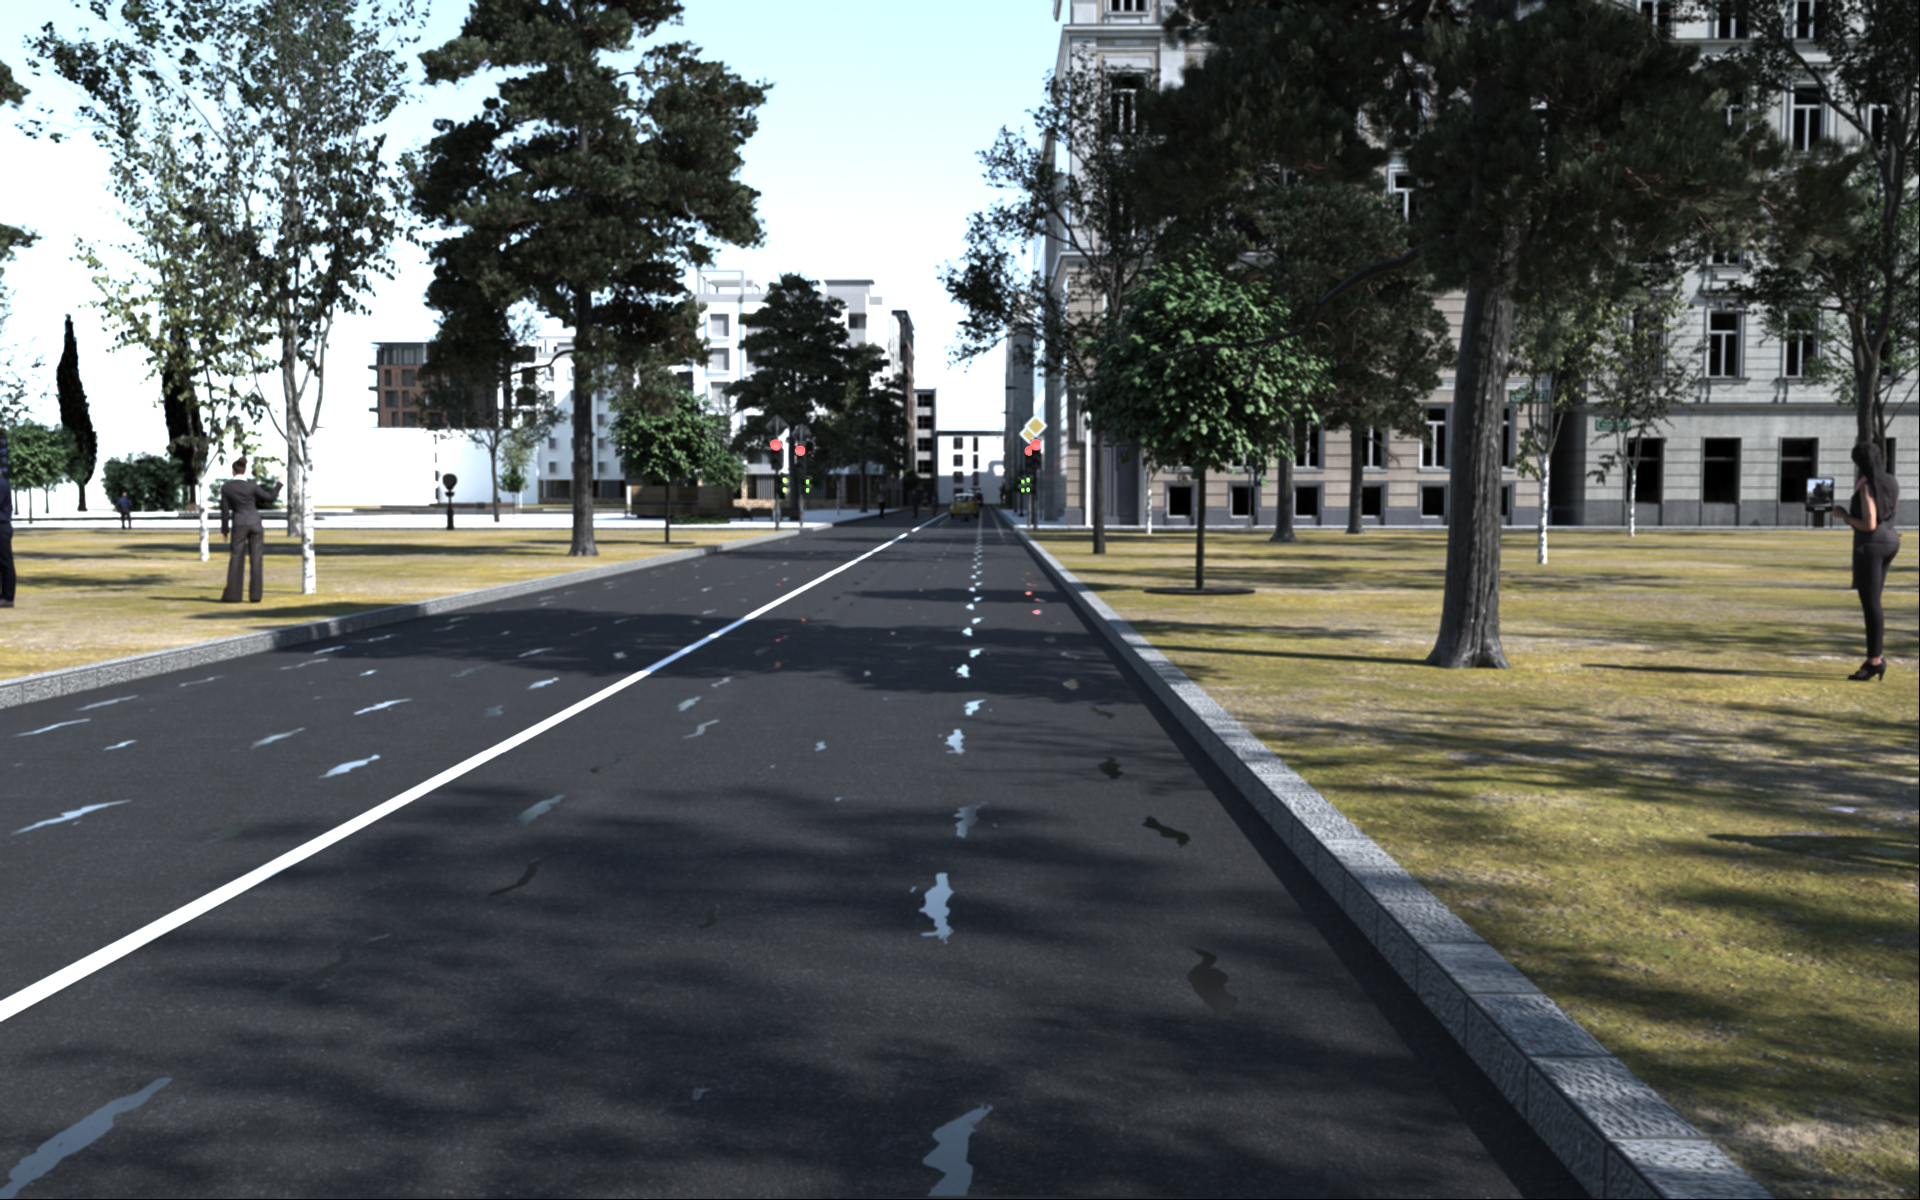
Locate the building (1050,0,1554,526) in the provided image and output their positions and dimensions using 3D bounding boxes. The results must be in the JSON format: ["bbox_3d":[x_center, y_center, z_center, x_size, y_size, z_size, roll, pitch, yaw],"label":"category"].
[{"bbox_3d":[13.985,-17.658,74.606,20.117,28.700,13.634,0,4,1],"label":"building"}]

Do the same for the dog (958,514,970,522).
[{"bbox_3d":[0.195,-4.261,89.860,0.748,0.427,0.550,0,4,-8],"label":"dog"}]

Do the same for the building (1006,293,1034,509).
[{"bbox_3d":[13.048,-17.934,159.681,16.747,18.905,31.486,0,4,1],"label":"building"}]

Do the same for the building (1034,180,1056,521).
[{"bbox_3d":[9.312,-14.414,90.428,10.420,20.320,16.860,0,4,1],"label":"building"}]

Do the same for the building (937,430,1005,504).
[{"bbox_3d":[11.103,-17.728,232.002,28.070,9.664,9.099,0,4,1],"label":"building"}]

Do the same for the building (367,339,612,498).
[{"bbox_3d":[-62.934,-24.374,242.482,32.646,21.610,27.936,0,4,1],"label":"building"}]

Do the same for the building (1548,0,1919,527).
[{"bbox_3d":[46.151,-18.260,74.961,44.131,29.872,17.030,0,4,1],"label":"building"}]

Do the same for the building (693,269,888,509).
[{"bbox_3d":[-14.176,-17.957,150.010,16.016,20.091,11.380,0,4,1],"label":"building"}]

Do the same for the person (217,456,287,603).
[{"bbox_3d":[-8.394,-0.839,20.556,0.445,1.727,0.742,3,4,38],"label":"person"}]

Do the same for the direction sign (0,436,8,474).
[{"bbox_3d":[-37.711,-4.638,67.835,0.876,3.537,0.379,0,4,-1],"label":"direction sign"}]

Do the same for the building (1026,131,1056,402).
[{"bbox_3d":[13.641,-21.046,120.521,17.030,29.872,44.131,0,4,1],"label":"building"}]

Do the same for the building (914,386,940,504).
[{"bbox_3d":[-18.617,-22.625,236.378,31.486,18.905,16.747,0,4,1],"label":"building"}]

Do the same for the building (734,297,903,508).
[{"bbox_3d":[-14.756,-18.654,171.450,16.747,18.905,31.486,0,4,1],"label":"building"}]

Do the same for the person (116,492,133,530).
[{"bbox_3d":[-31.734,-3.352,66.001,0.574,1.496,0.600,1,4,11],"label":"person"}]

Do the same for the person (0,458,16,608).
[{"bbox_3d":[-10.971,-0.789,19.648,0.504,1.737,0.576,-3,4,-38],"label":"person"}]

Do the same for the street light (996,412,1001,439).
[{"bbox_3d":[2.925,-7.647,97.577,1.470,5.913,1.316,0,4,1],"label":"street light"}]

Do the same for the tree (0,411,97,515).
[{"bbox_3d":[-60.126,-8.715,105.394,11.467,7.101,20.602,-1,4,-17],"label":"tree"}]

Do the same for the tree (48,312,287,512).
[{"bbox_3d":[-59.605,-13.966,130.165,13.155,14.587,18.604,0,4,4],"label":"tree"}]

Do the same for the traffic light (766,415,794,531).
[{"bbox_3d":[-6.351,-4.347,60.325,0.839,4.213,0.868,0,4,1],"label":"traffic light"}]

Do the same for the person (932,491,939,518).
[{"bbox_3d":[-1.456,-5.675,102.985,0.444,1.614,0.593,3,5,43],"label":"person"}]

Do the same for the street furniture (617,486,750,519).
[{"bbox_3d":[-13.999,-5.373,94.704,9.812,1.723,11.010,-1,4,-17],"label":"street furniture"}]

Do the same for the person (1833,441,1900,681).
[{"bbox_3d":[6.270,-0.275,12.013,0.415,1.643,0.593,1,4,10],"label":"person"}]

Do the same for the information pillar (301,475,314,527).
[{"bbox_3d":[-25.539,-3.873,67.815,0.304,2.012,0.304,1,4,21],"label":"information pillar"}]

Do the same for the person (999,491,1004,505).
[{"bbox_3d":[5.052,-12.537,211.852,0.721,1.723,1.217,-2,4,-24],"label":"person"}]

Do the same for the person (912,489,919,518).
[{"bbox_3d":[-2.669,-5.752,103.458,0.541,1.710,0.530,-3,4,-38],"label":"person"}]

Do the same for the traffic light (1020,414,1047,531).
[{"bbox_3d":[2.609,-4.341,60.224,0.839,4.213,0.868,0,4,1],"label":"traffic light"}]

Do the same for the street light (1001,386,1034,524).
[{"bbox_3d":[2.620,-6.255,74.818,1.470,5.913,1.316,0,4,1],"label":"street light"}]

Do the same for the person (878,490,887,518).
[{"bbox_3d":[-4.583,-5.663,102.555,0.517,1.644,0.566,0,4,4],"label":"person"}]

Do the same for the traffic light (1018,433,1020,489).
[{"bbox_3d":[2.713,-4.830,68.209,0.839,4.213,0.868,0,4,1],"label":"traffic light"}]

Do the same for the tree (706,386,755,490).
[{"bbox_3d":[-15.637,-10.290,118.598,4.360,8.622,3.978,0,3,0],"label":"tree"}]

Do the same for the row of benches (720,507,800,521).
[{"bbox_3d":[-9.410,-4.122,82.854,4.104,0.672,1.422,-1,4,-9],"label":"row of benches"}]

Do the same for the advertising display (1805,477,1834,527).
[{"bbox_3d":[33.226,-3.777,66.960,0.974,1.923,0.123,1,4,19],"label":"advertising display"}]

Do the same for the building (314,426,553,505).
[{"bbox_3d":[-64.681,-16.707,215.311,28.070,9.664,9.099,0,4,1],"label":"building"}]

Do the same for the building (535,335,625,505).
[{"bbox_3d":[-44.417,-21.752,212.064,11.380,20.091,16.016,0,4,1],"label":"building"}]

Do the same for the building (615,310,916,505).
[{"bbox_3d":[-21.982,-22.146,206.054,32.646,21.610,27.936,0,4,1],"label":"building"}]

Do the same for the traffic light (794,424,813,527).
[{"bbox_3d":[-6.248,-4.836,68.309,0.839,4.213,0.868,0,4,1],"label":"traffic light"}]

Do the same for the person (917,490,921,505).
[{"bbox_3d":[-4.959,-12.416,209.768,0.721,1.735,1.217,1,4,22],"label":"person"}]
